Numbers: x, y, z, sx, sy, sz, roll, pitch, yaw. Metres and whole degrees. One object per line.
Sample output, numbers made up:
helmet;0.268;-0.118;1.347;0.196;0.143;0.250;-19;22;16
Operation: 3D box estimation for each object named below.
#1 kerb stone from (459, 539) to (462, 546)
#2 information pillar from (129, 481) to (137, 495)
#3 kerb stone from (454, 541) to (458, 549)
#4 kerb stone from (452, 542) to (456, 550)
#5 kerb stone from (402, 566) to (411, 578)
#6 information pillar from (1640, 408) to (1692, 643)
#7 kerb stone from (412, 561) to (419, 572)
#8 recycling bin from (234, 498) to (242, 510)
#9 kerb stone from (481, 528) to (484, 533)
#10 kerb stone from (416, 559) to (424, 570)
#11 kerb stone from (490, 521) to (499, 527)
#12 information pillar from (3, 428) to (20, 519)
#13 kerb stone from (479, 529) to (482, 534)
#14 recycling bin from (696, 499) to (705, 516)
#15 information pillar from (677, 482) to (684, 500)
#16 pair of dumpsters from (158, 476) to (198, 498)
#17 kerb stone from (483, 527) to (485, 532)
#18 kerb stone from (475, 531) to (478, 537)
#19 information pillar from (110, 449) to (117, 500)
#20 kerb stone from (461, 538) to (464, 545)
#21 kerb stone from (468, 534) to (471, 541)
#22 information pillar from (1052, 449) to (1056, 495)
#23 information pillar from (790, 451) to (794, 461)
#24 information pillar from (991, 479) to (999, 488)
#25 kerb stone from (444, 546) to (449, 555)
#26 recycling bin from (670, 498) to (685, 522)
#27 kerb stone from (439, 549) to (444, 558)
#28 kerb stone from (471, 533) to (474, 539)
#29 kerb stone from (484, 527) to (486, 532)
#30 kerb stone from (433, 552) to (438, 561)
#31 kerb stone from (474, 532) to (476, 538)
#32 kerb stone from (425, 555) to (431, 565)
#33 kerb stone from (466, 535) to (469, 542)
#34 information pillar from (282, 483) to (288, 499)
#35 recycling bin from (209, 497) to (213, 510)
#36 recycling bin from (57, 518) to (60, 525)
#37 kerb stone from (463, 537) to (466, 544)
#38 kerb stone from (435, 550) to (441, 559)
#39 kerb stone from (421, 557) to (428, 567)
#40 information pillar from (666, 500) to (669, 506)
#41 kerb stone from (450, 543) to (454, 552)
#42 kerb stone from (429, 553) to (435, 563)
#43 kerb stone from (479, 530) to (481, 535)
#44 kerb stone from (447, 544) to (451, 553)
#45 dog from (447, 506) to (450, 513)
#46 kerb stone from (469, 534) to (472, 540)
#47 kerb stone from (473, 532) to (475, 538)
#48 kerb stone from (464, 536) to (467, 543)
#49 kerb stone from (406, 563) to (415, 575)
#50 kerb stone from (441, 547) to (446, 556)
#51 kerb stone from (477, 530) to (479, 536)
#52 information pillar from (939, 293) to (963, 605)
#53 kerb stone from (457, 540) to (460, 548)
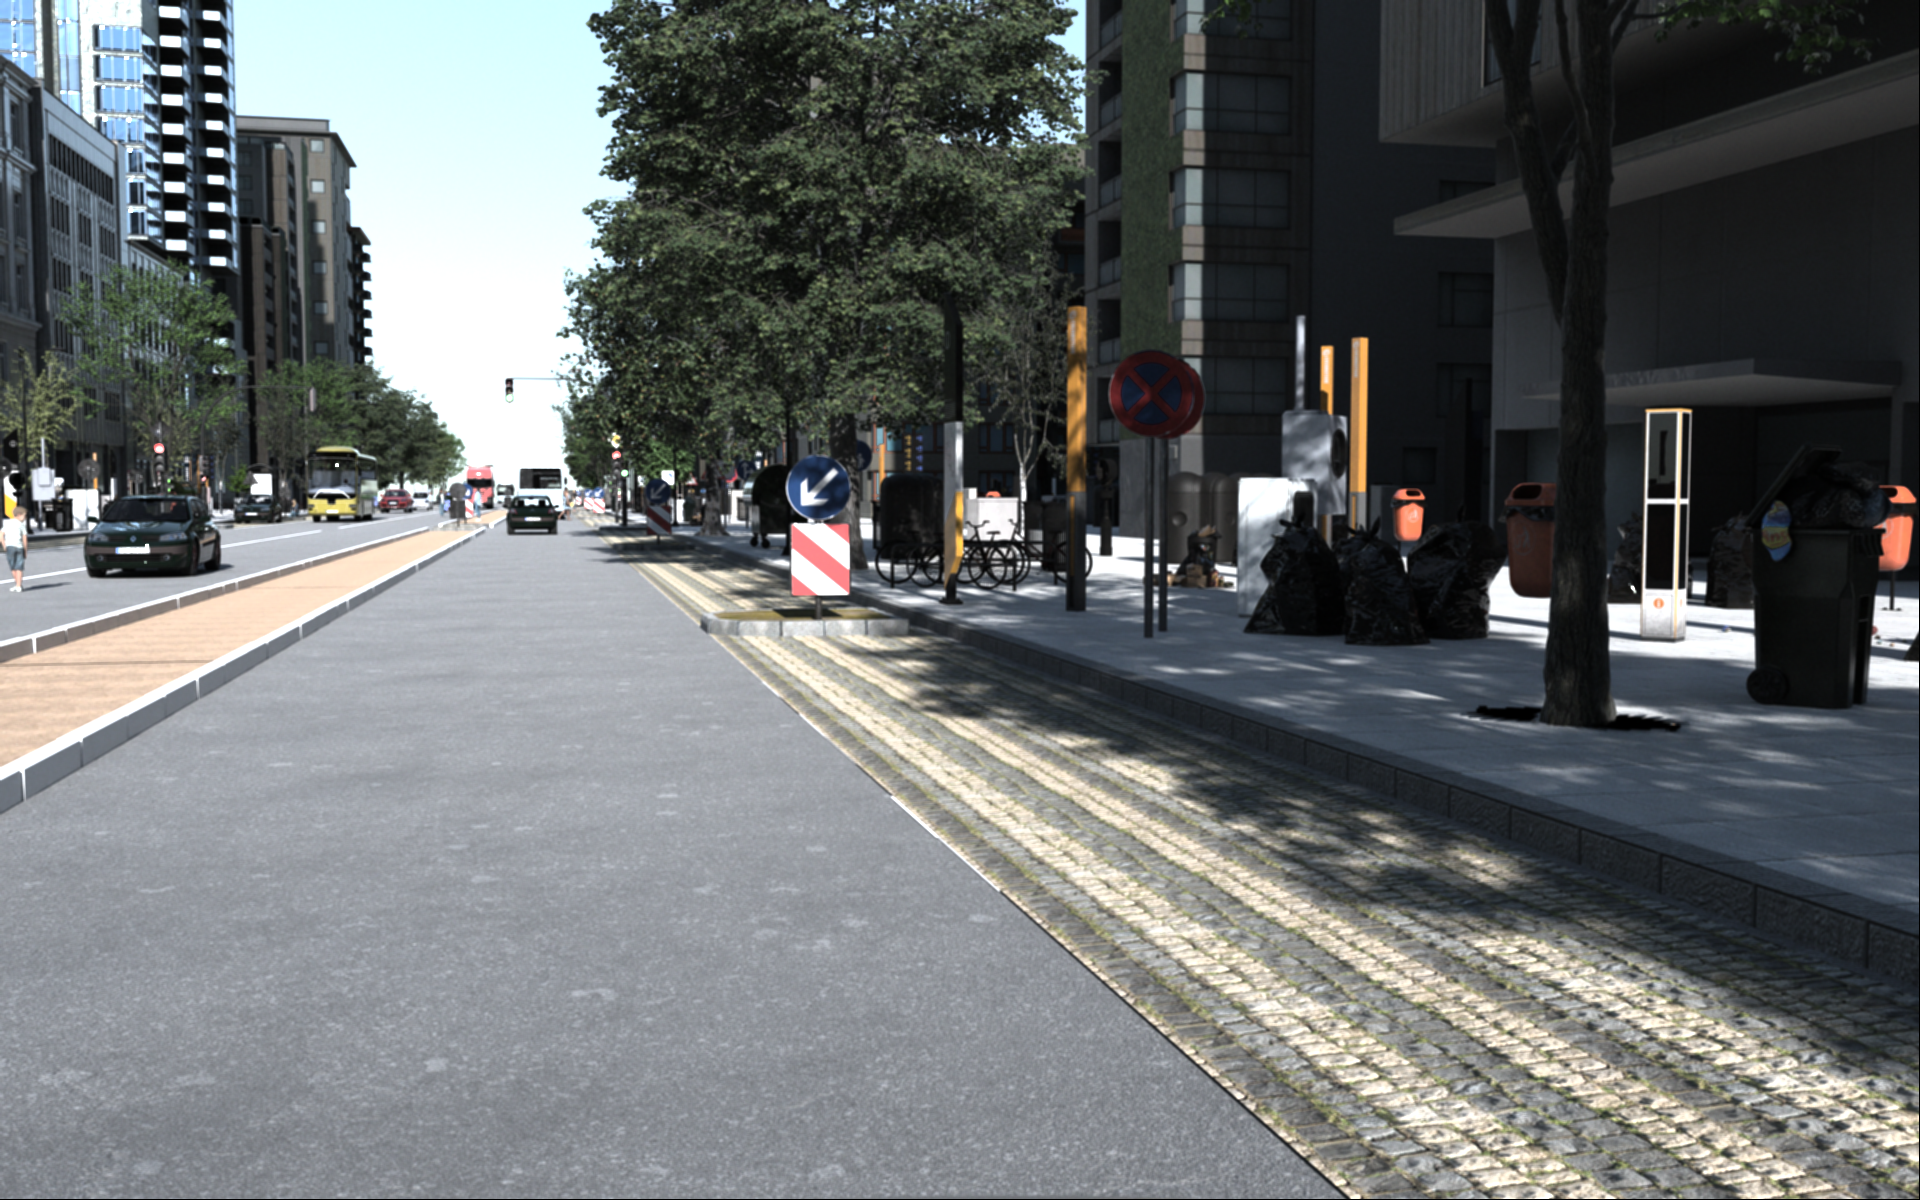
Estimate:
kerb stone;-13.513;-1.484;46.454;0.120;0.150;1.000;-1;4;-13
information pillar;-46.559;-5.692;97.559;0.304;2.012;0.304;-3;5;-39
kerb stone;-13.047;-1.362;44.459;0.120;0.150;1.000;-1;4;-13
kerb stone;-12.803;-1.301;43.467;0.120;0.150;1.000;-1;4;-13
kerb stone;-9.499;-0.443;29.496;0.120;0.150;1.000;-1;4;-13
information pillar;6.142;-0.647;15.072;0.304;2.012;0.304;3;4;39
kerb stone;-9.981;-0.567;31.488;0.120;0.150;1.000;-1;4;-13
recycling bin;-45.570;-5.954;109.900;0.722;1.027;0.722;-3;5;-45
kerb stone;-17.042;-2.398;61.406;0.120;0.150;1.000;-1;4;-13
kerb stone;-10.211;-0.630;32.496;0.120;0.150;1.000;-1;4;-13
kerb stone;-20.953;-3.402;77.917;0.120;0.150;1.000;-1;4;-13
information pillar;-33.662;-4.291;61.514;0.504;3.616;0.183;-1;4;-15
kerb stone;-16.579;-2.276;59.407;0.120;0.150;1.000;-1;4;-13
recycling bin;-14.625;-5.163;96.975;0.722;1.027;0.722;3;5;40
information pillar;-15.701;-5.678;97.322;0.304;2.012;0.304;0;4;4
pair of dumpsters;-40.959;-5.396;90.713;1.574;2.255;4.437;-1;4;-13
kerb stone;-17.282;-2.454;62.402;0.120;0.150;1.000;-1;4;-13
kerb stone;-15.866;-2.093;56.420;0.120;0.150;1.000;-1;4;-13
information pillar;-43.860;-6.020;89.781;0.183;3.616;0.504;0;4;-5
kerb stone;-13.753;-1.543;47.448;0.120;0.150;1.000;-1;4;-13
kerb stone;-14.689;-1.789;51.442;0.120;0.150;1.000;-1;4;-13
information pillar;4.840;-5.976;89.058;0.183;3.616;0.504;1;4;19
information pillar;-8.537;-5.863;87.215;0.183;3.616;0.504;-3;5;-43
information pillar;1.748;-5.023;86.613;0.304;2.012;0.304;-1;4;-12
kerb stone;-12.095;-1.112;40.481;0.120;0.150;1.000;-1;4;-13
recycling bin;-12.824;-4.102;79.625;0.722;1.027;0.722;0;4;-5
kerb stone;-11.623;-0.996;38.477;0.120;0.150;1.000;-1;4;-13
kerb stone;-15.171;-1.910;53.431;0.120;0.150;1.000;-1;4;-13
kerb stone;-17.518;-2.520;63.398;0.120;0.150;1.000;-1;4;-13
kerb stone;-11.151;-0.874;36.487;0.120;0.150;1.000;-1;4;-13
kerb stone;-15.646;-2.032;55.419;0.120;0.150;1.000;-1;4;-13
kerb stone;-10.679;-0.746;34.489;0.120;0.150;1.000;-1;4;-13
kerb stone;-14.456;-1.728;50.441;0.120;0.150;1.000;-1;4;-13
information pillar;-45.879;-6.923;117.690;0.304;2.012;0.304;-2;4;-30
recycling bin;-58.988;-7.522;135.538;0.722;1.027;0.722;3;5;39
recycling bin;-37.470;-3.682;72.748;0.722;1.027;0.722;3;5;40
kerb stone;-13.981;-1.603;48.444;0.120;0.150;1.000;-1;4;-13
kerb stone;-11.387;-0.935;37.483;0.120;0.150;1.000;-1;4;-13
kerb stone;-10.444;-0.691;33.493;0.120;0.150;1.000;-1;4;-13
information pillar;-16.689;-5.746;98.445;0.304;2.012;0.304;0;4;-1
kerb stone;-12.573;-1.240;42.470;0.120;0.150;1.000;-1;4;-13
kerb stone;-10.914;-0.809;35.493;0.120;0.150;1.000;-1;4;-13
kerb stone;-16.336;-2.215;58.412;0.120;0.150;1.000;-1;4;-13
kerb stone;-12.334;-1.179;41.476;0.120;0.150;1.000;-1;4;-13
dog;-39.111;-6.939;132.738;0.540;0.507;0.406;1;4;10
kerb stone;-14.927;-1.847;52.438;0.120;0.150;1.000;-1;4;-13
kerb stone;-15.397;-1.971;54.428;0.120;0.150;1.000;-1;4;-13
kerb stone;-14.219;-1.666;49.439;0.120;0.150;1.000;-1;4;-13
kerb stone;-9.739;-0.508;30.493;0.120;0.150;1.000;-1;4;-13
kerb stone;-11.858;-1.053;39.481;0.120;0.150;1.000;-1;4;-13
kerb stone;-16.102;-2.154;57.415;0.120;0.150;1.000;-1;4;-13
information pillar;-0.081;-1.754;20.031;0.183;3.616;0.504;-1;4;-17
kerb stone;-13.279;-1.423;45.456;0.120;0.150;1.000;-1;4;-13
